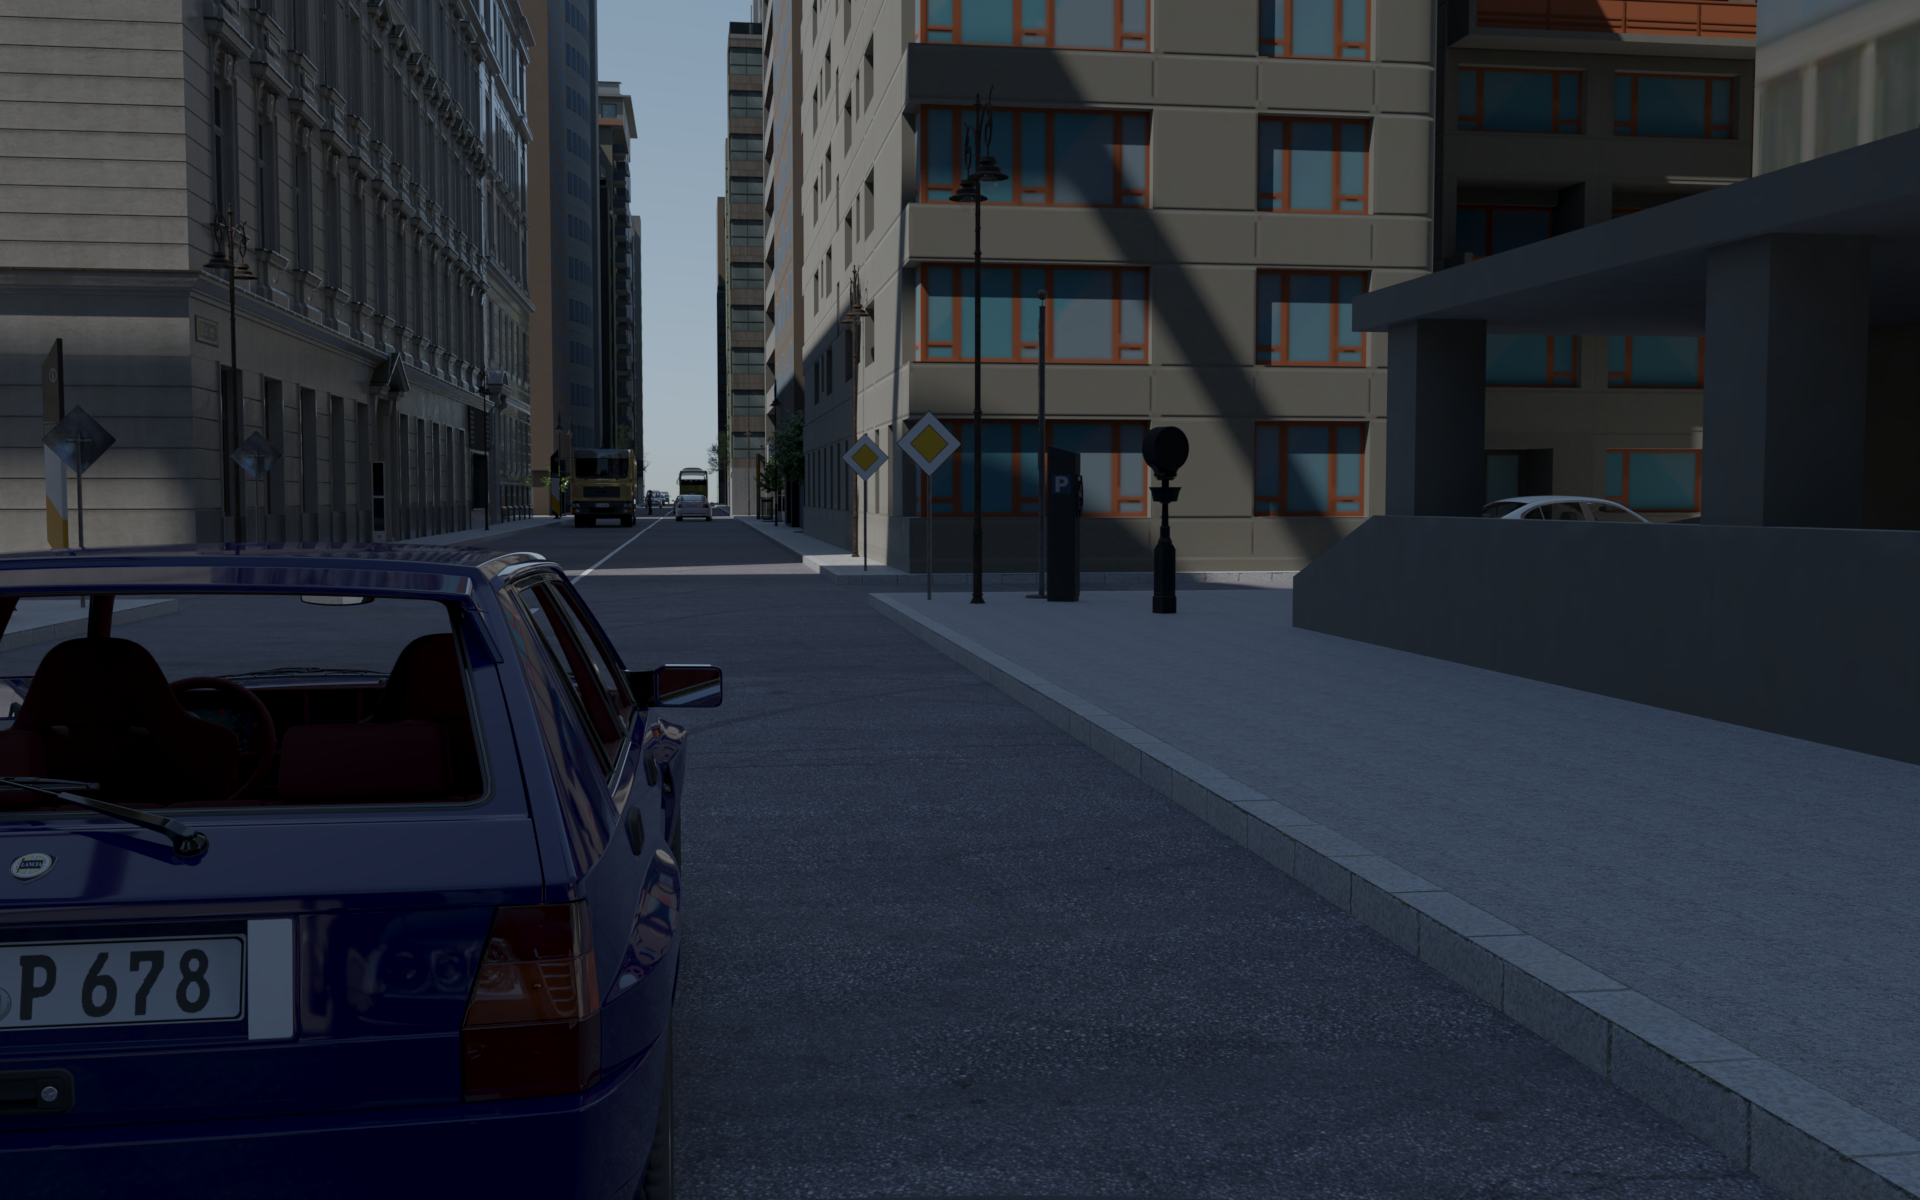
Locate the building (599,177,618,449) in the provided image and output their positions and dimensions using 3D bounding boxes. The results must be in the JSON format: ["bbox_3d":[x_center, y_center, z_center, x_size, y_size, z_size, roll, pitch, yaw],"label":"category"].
[{"bbox_3d":[-40.051,-24.017,164.374,14.160,30.474,14.107,-1,4,-9],"label":"building"}]

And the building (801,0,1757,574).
[{"bbox_3d":[11.389,-12.109,43.022,28.899,21.520,27.650,-1,4,-9],"label":"building"}]

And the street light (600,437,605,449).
[{"bbox_3d":[-28.201,-10.036,136.874,0.468,5.910,1.993,-1,4,-9],"label":"street light"}]

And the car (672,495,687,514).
[{"bbox_3d":[-19.829,-6.915,125.421,2.083,1.381,4.827,-1,4,-10],"label":"car"}]

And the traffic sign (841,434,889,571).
[{"bbox_3d":[-1.581,-1.541,28.845,0.795,2.450,0.064,-1,4,-9],"label":"traffic sign"}]

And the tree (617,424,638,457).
[{"bbox_3d":[-35.281,-13.953,178.497,4.737,8.622,4.395,0,3,0],"label":"tree"}]

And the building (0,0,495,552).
[{"bbox_3d":[-23.416,-16.561,47.180,17.030,29.872,44.131,-1,4,-9],"label":"building"}]

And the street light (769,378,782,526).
[{"bbox_3d":[-7.334,-5.881,68.935,0.468,5.910,1.993,-1,4,-9],"label":"street light"}]

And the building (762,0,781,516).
[{"bbox_3d":[0.474,-28.739,93.583,21.300,48.544,21.600,-1,4,-9],"label":"building"}]

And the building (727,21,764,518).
[{"bbox_3d":[-7.791,-20.751,110.985,14.160,30.474,14.107,-1,4,-9],"label":"building"}]

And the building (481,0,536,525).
[{"bbox_3d":[-26.971,-17.933,79.109,13.634,28.700,20.117,-1,4,-9],"label":"building"}]

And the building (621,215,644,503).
[{"bbox_3d":[-52.442,-34.409,246.176,14.154,41.232,14.086,-1,4,-9],"label":"building"}]

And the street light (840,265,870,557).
[{"bbox_3d":[-2.127,-3.810,35.084,0.468,5.910,1.993,-1,4,-9],"label":"street light"}]

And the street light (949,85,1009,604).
[{"bbox_3d":[0.207,-2.897,20.147,0.468,5.910,1.993,-1,4,-9],"label":"street light"}]

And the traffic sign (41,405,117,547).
[{"bbox_3d":[-9.912,-0.971,19.520,0.795,2.450,0.064,-1,4,-9],"label":"traffic sign"}]

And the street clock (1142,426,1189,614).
[{"bbox_3d":[2.202,-0.858,18.598,0.471,2.002,0.358,-2,4,-31],"label":"street clock"}]

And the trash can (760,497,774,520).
[{"bbox_3d":[-9.554,-4.539,85.861,0.748,1.137,0.748,0,3,0],"label":"trash can"}]

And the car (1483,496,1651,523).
[{"bbox_3d":[8.957,-0.795,24.994,4.499,1.417,2.014,-1,4,-9],"label":"car"}]

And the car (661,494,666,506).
[{"bbox_3d":[-38.064,-12.612,218.206,2.014,1.417,4.499,-1,4,-11],"label":"car"}]

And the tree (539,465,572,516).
[{"bbox_3d":[-23.142,-6.443,99.937,1.663,3.219,1.824,0,3,0],"label":"tree"}]

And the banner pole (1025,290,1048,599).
[{"bbox_3d":[1.001,-1.928,21.539,0.401,3.779,0.863,0,4,-2],"label":"banner pole"}]

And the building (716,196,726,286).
[{"bbox_3d":[-28.579,-36.954,254.313,14.600,45.320,14.200,-1,4,-9],"label":"building"}]

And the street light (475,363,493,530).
[{"bbox_3d":[-16.746,-5.402,61.115,0.468,5.910,1.993,-1,4,-9],"label":"street light"}]

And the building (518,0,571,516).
[{"bbox_3d":[-32.045,-27.990,107.744,14.600,45.320,14.200,-1,4,-9],"label":"building"}]

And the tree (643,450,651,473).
[{"bbox_3d":[-48.408,-18.901,259.386,4.360,8.622,3.978,0,3,0],"label":"tree"}]

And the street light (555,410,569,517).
[{"bbox_3d":[-21.961,-7.480,95.082,0.468,5.910,1.993,-1,4,-9],"label":"street light"}]

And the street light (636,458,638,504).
[{"bbox_3d":[-40.817,-15.072,219.207,0.468,5.910,1.993,-1,4,-9],"label":"street light"}]

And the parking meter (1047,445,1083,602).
[{"bbox_3d":[1.252,-0.914,20.663,0.399,1.863,0.255,1,4,17],"label":"parking meter"}]

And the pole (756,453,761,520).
[{"bbox_3d":[-10.136,-5.702,87.067,0.158,3.312,0.155,0,3,0],"label":"pole"}]

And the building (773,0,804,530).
[{"bbox_3d":[-0.049,-25.525,67.451,14.600,45.320,14.200,-1,4,-9],"label":"building"}]

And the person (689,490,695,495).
[{"bbox_3d":[-18.867,-6.888,122.065,0.756,1.711,0.436,1,4,19],"label":"person"}]

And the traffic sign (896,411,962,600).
[{"bbox_3d":[-0.375,-1.059,20.951,0.795,2.450,0.064,-1,4,-9],"label":"traffic sign"}]

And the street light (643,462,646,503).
[{"bbox_3d":[-46.104,-17.150,253.186,0.468,5.910,1.993,-1,4,-9],"label":"street light"}]

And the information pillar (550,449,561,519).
[{"bbox_3d":[-20.814,-5.975,89.040,0.183,3.616,0.504,3,5,39],"label":"information pillar"}]

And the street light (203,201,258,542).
[{"bbox_3d":[-11.614,-3.360,27.727,0.468,5.910,1.993,-1,4,-9],"label":"street light"}]

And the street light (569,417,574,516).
[{"bbox_3d":[-23.228,-7.992,103.462,0.468,5.910,1.993,-1,4,-9],"label":"street light"}]

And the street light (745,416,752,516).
[{"bbox_3d":[-12.539,-7.952,102.801,0.468,5.910,1.993,-1,4,-9],"label":"street light"}]

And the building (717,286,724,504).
[{"bbox_3d":[-26.670,-28.688,240.749,14.160,30.474,14.107,-1,4,-9],"label":"building"}]

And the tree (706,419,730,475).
[{"bbox_3d":[-24.183,-15.472,187.383,7.601,10.594,8.767,2,4,30],"label":"tree"}]

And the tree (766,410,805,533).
[{"bbox_3d":[-4.785,-4.536,57.874,4.285,4.588,4.351,0,3,0],"label":"tree"}]

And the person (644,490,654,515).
[{"bbox_3d":[-21.480,-6.751,119.597,0.721,1.743,1.217,-3,5,-43],"label":"person"}]

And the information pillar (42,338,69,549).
[{"bbox_3d":[-13.676,-2.131,26.196,0.504,3.616,0.183,2,4,35],"label":"information pillar"}]

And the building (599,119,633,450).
[{"bbox_3d":[-48.848,-33.172,196.983,22.147,44.769,28.867,-1,4,-9],"label":"building"}]

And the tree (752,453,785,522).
[{"bbox_3d":[-8.762,-5.201,79.632,1.663,3.219,1.824,0,3,0],"label":"tree"}]

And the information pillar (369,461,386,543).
[{"bbox_3d":[-12.993,-2.090,38.670,0.304,2.012,0.304,-2,4,-24],"label":"information pillar"}]

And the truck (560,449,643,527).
[{"bbox_3d":[-15.719,-4.943,76.750,3.469,3.379,9.791,-1,4,-9],"label":"truck"}]

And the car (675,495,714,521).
[{"bbox_3d":[-14.166,-4.887,92.262,2.083,1.381,4.827,0,4,-7],"label":"car"}]

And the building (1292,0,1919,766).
[{"bbox_3d":[20.187,-19.525,11.120,32.217,40.220,23.993,-1,4,-9],"label":"building"}]

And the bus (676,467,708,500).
[{"bbox_3d":[-24.616,-10.274,159.520,2.896,3.916,12.252,-1,4,-10],"label":"bus"}]

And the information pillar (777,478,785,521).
[{"bbox_3d":[-8.371,-4.703,81.387,0.304,2.012,0.304,3,5,40],"label":"information pillar"}]

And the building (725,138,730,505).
[{"bbox_3d":[-20.320,-31.751,202.723,14.154,41.232,14.086,-1,4,-9],"label":"building"}]

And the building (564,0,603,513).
[{"bbox_3d":[-38.130,-35.836,127.922,21.231,58.520,28.212,-1,4,-9],"label":"building"}]

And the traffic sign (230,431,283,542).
[{"bbox_3d":[-11.118,-1.454,27.414,0.795,2.450,0.064,-1,4,-9],"label":"traffic sign"}]

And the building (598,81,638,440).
[{"bbox_3d":[-56.399,-38.827,224.053,28.713,52.752,27.495,-1,4,-9],"label":"building"}]

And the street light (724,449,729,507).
[{"bbox_3d":[-23.979,-12.551,178.003,0.468,5.910,1.993,-1,4,-9],"label":"street light"}]

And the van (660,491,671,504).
[{"bbox_3d":[-43.591,-15.169,255.030,2.013,2.044,4.112,-1,4,-9],"label":"van"}]

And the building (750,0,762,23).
[{"bbox_3d":[-9.762,-33.331,164.577,23.786,49.044,30.456,-1,4,-9],"label":"building"}]

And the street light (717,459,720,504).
[{"bbox_3d":[-31.530,-15.566,227.290,0.468,5.910,1.993,-1,4,-9],"label":"street light"}]

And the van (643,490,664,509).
[{"bbox_3d":[-30.671,-10.171,173.299,2.013,2.044,4.112,-1,4,-10],"label":"van"}]

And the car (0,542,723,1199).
[{"bbox_3d":[-1.540,0.515,4.162,1.945,1.354,3.894,-1,4,-9],"label":"car"}]
